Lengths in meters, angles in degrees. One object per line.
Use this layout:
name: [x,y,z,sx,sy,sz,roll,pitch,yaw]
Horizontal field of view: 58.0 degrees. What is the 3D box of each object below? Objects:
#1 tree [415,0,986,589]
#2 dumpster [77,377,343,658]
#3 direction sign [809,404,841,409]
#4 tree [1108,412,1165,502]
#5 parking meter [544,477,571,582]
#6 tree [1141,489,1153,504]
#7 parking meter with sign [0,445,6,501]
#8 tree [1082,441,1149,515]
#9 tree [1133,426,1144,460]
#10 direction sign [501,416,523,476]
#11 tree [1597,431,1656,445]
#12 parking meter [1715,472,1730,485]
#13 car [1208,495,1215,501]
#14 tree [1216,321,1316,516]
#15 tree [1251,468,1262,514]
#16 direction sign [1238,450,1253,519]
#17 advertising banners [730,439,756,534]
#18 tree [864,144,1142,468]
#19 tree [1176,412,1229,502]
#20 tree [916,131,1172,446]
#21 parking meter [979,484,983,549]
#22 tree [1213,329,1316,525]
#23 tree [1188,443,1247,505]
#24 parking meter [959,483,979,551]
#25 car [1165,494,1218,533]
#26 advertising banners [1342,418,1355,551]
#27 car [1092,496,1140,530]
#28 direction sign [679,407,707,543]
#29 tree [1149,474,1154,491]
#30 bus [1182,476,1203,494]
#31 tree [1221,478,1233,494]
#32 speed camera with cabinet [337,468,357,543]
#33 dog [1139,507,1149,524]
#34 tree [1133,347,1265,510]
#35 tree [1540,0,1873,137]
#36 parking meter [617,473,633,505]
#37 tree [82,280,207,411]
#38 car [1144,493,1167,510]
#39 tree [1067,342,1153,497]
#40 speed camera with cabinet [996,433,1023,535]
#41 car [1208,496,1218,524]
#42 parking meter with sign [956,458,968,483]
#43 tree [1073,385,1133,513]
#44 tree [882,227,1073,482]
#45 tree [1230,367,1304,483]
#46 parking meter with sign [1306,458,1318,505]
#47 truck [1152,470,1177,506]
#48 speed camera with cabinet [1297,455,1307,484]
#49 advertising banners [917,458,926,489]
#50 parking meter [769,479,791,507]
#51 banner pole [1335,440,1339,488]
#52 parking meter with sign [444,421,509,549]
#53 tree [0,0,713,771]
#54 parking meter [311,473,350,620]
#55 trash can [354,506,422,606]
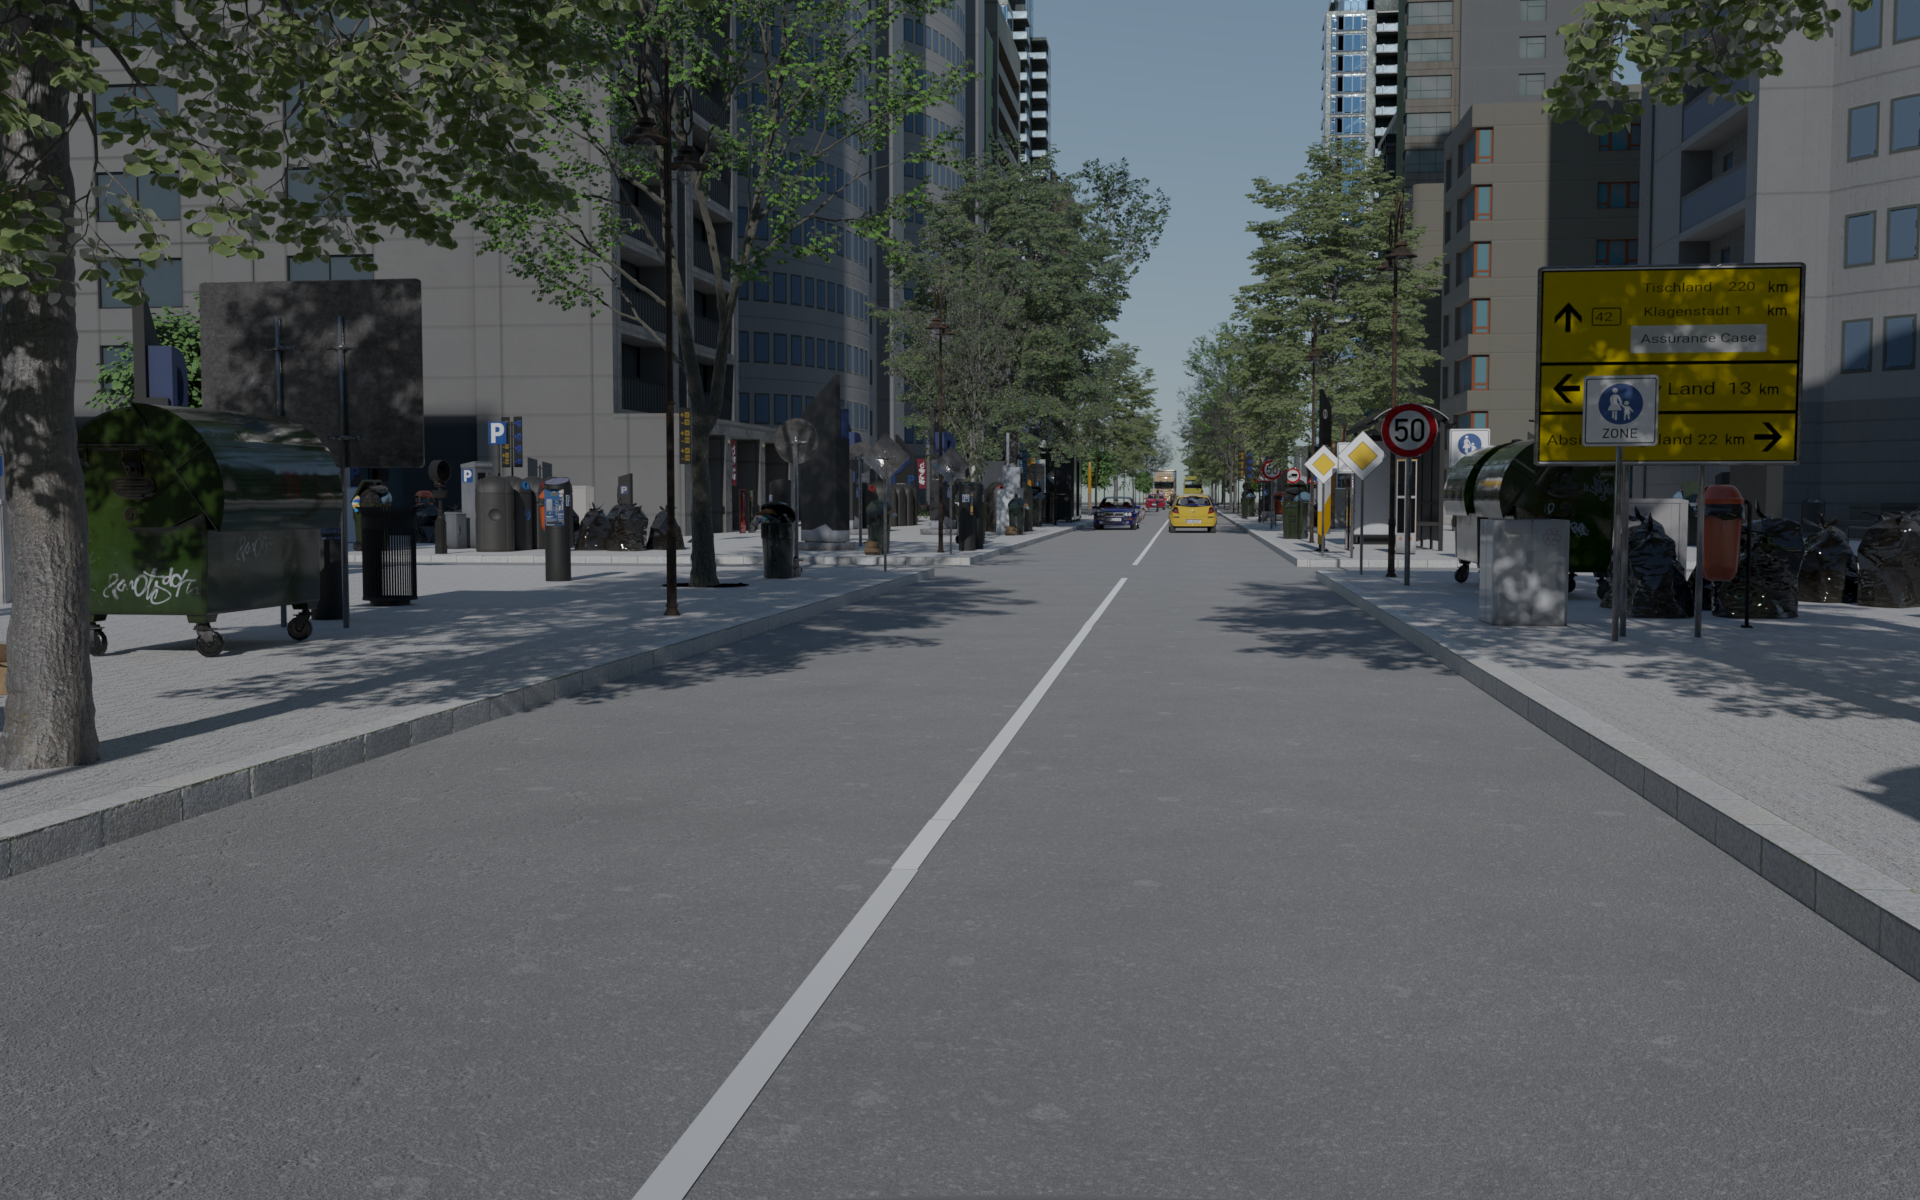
tree: [-3.499,-5.995,23.766,9.928,11.665,9.643,0,3,0]
dumpster: [-6.278,-0.725,14.353,1.502,2.255,1.985,0,4,8]
direction sign: [-3.393,-3.163,43.719,0.876,3.537,0.379,-2,4,-30]
tree: [18.540,-15.495,187.758,7.601,10.594,8.767,-1,4,-10]
parking meter: [-5.923,-1.045,25.496,0.372,1.533,0.369,0,3,0]
tree: [25.548,-14.772,236.116,1.663,3.219,1.824,0,3,0]
parking meter with sign: [-32.107,-3.686,56.533,0.543,3.016,1.738,1,4,13]
tree: [8.433,-7.528,106.789,4.285,4.588,4.351,0,3,0]
tree: [15.949,-13.175,165.779,4.360,8.622,3.978,0,3,0]
direction sign: [-13.117,-3.594,50.763,0.876,3.537,0.379,2,4,34]
tree: [24.370,-5.183,68.456,4.285,4.588,4.351,0,3,0]
parking meter: [20.216,-2.461,45.952,0.255,1.863,0.399,0,4,-4]
car: [18.032,-7.186,129.498,2.014,1.417,4.499,0,4,8]
tree: [16.869,-10.744,101.412,9.928,11.665,9.643,0,3,0]
tree: [19.249,-7.222,112.689,1.663,3.219,1.824,0,3,0]
direction sign: [14.780,-5.979,89.753,0.876,3.537,0.379,-2,4,-26]
advertising banners: [-7.086,-3.687,56.477,0.090,3.025,2.074,1,4,16]
tree: [1.736,-9.551,62.814,9.857,13.997,8.962,0,3,0]
tree: [36.728,-21.175,252.872,9.857,13.997,8.962,0,3,0]
tree: [4.236,-14.424,91.727,12.611,20.169,13.585,0,3,0]
parking meter: [0.361,-1.955,40.378,0.372,1.533,0.369,0,3,0]
tree: [13.014,-7.471,72.516,4.360,8.622,3.978,0,3,0]
tree: [29.885,-15.943,195.079,8.767,10.594,7.601,-1,4,-12]
parking meter: [0.157,-1.879,39.128,0.372,1.533,0.369,0,3,0]
car: [8.694,-3.347,64.939,2.015,1.641,3.980,0,4,6]
advertising banners: [8.875,-2.654,39.584,0.090,3.025,2.074,0,4,6]
car: [6.364,-3.528,70.262,1.945,1.354,3.894,1,4,8]
direction sign: [-7.007,-3.278,45.595,0.876,3.537,0.379,-3,5,-43]
tree: [22.848,-14.233,216.425,4.285,4.588,4.351,0,3,0]
bus: [32.104,-15.123,238.802,2.896,3.916,12.252,0,4,7]
tree: [27.936,-11.351,180.192,1.663,3.219,1.824,0,3,0]
speed camera with cabinet: [-16.345,-3.152,45.876,0.660,3.252,2.038,-2,4,-31]
dog: [8.723,-4.107,83.994,0.513,0.831,0.800,-2,4,-24]
tree: [22.024,-14.105,140.985,12.009,13.543,11.850,0,3,0]
tree: [5.267,-5.457,7.351,7.486,12.596,7.792,0,3,0]
parking meter: [-9.441,-2.638,48.847,0.399,1.863,0.255,1,4,9]
tree: [-11.670,-2.635,26.791,4.285,4.588,4.351,0,3,0]
car: [17.884,-9.128,158.284,2.155,1.783,4.494,1,4,8]
tree: [11.524,-12.922,129.402,7.486,12.596,7.792,0,3,0]
speed camera with cabinet: [1.606,-3.738,55.459,0.660,3.252,2.038,1,4,11]
car: [11.529,-4.355,83.781,1.945,1.354,3.894,0,4,6]
parking meter with sign: [-0.154,-4.774,74.323,0.543,3.016,1.738,3,5,42]
tree: [8.614,-10.198,117.095,4.360,8.622,3.978,0,3,0]
tree: [0.157,-5.912,47.030,4.360,8.622,3.978,0,3,0]
tree: [16.293,-8.669,92.101,4.737,8.622,4.395,0,3,0]
parking meter with sign: [18.335,-5.669,88.947,1.738,3.016,0.543,1,4,18]
truck: [23.979,-13.065,202.521,2.839,4.237,11.283,1,4,8]
speed camera with cabinet: [16.407,-5.674,87.110,2.038,3.252,0.660,1,4,14]
advertising banners: [-1.178,-5.409,84.631,2.074,3.025,0.090,2,4,24]
parking meter: [-3.058,-1.290,29.499,0.372,1.533,0.369,0,3,0]
banner pole: [17.129,-5.470,79.455,0.863,3.779,0.401,-2,4,-35]
parking meter with sign: [-11.450,-2.735,40.979,0.543,3.016,1.738,2,4,25]
tree: [-4.349,-5.516,8.319,7.486,12.596,7.792,0,3,0]
parking meter: [-6.466,-0.571,17.741,0.372,1.533,0.369,0,3,0]
trash can: [-6.596,-0.512,20.018,0.748,1.137,0.748,0,3,0]
